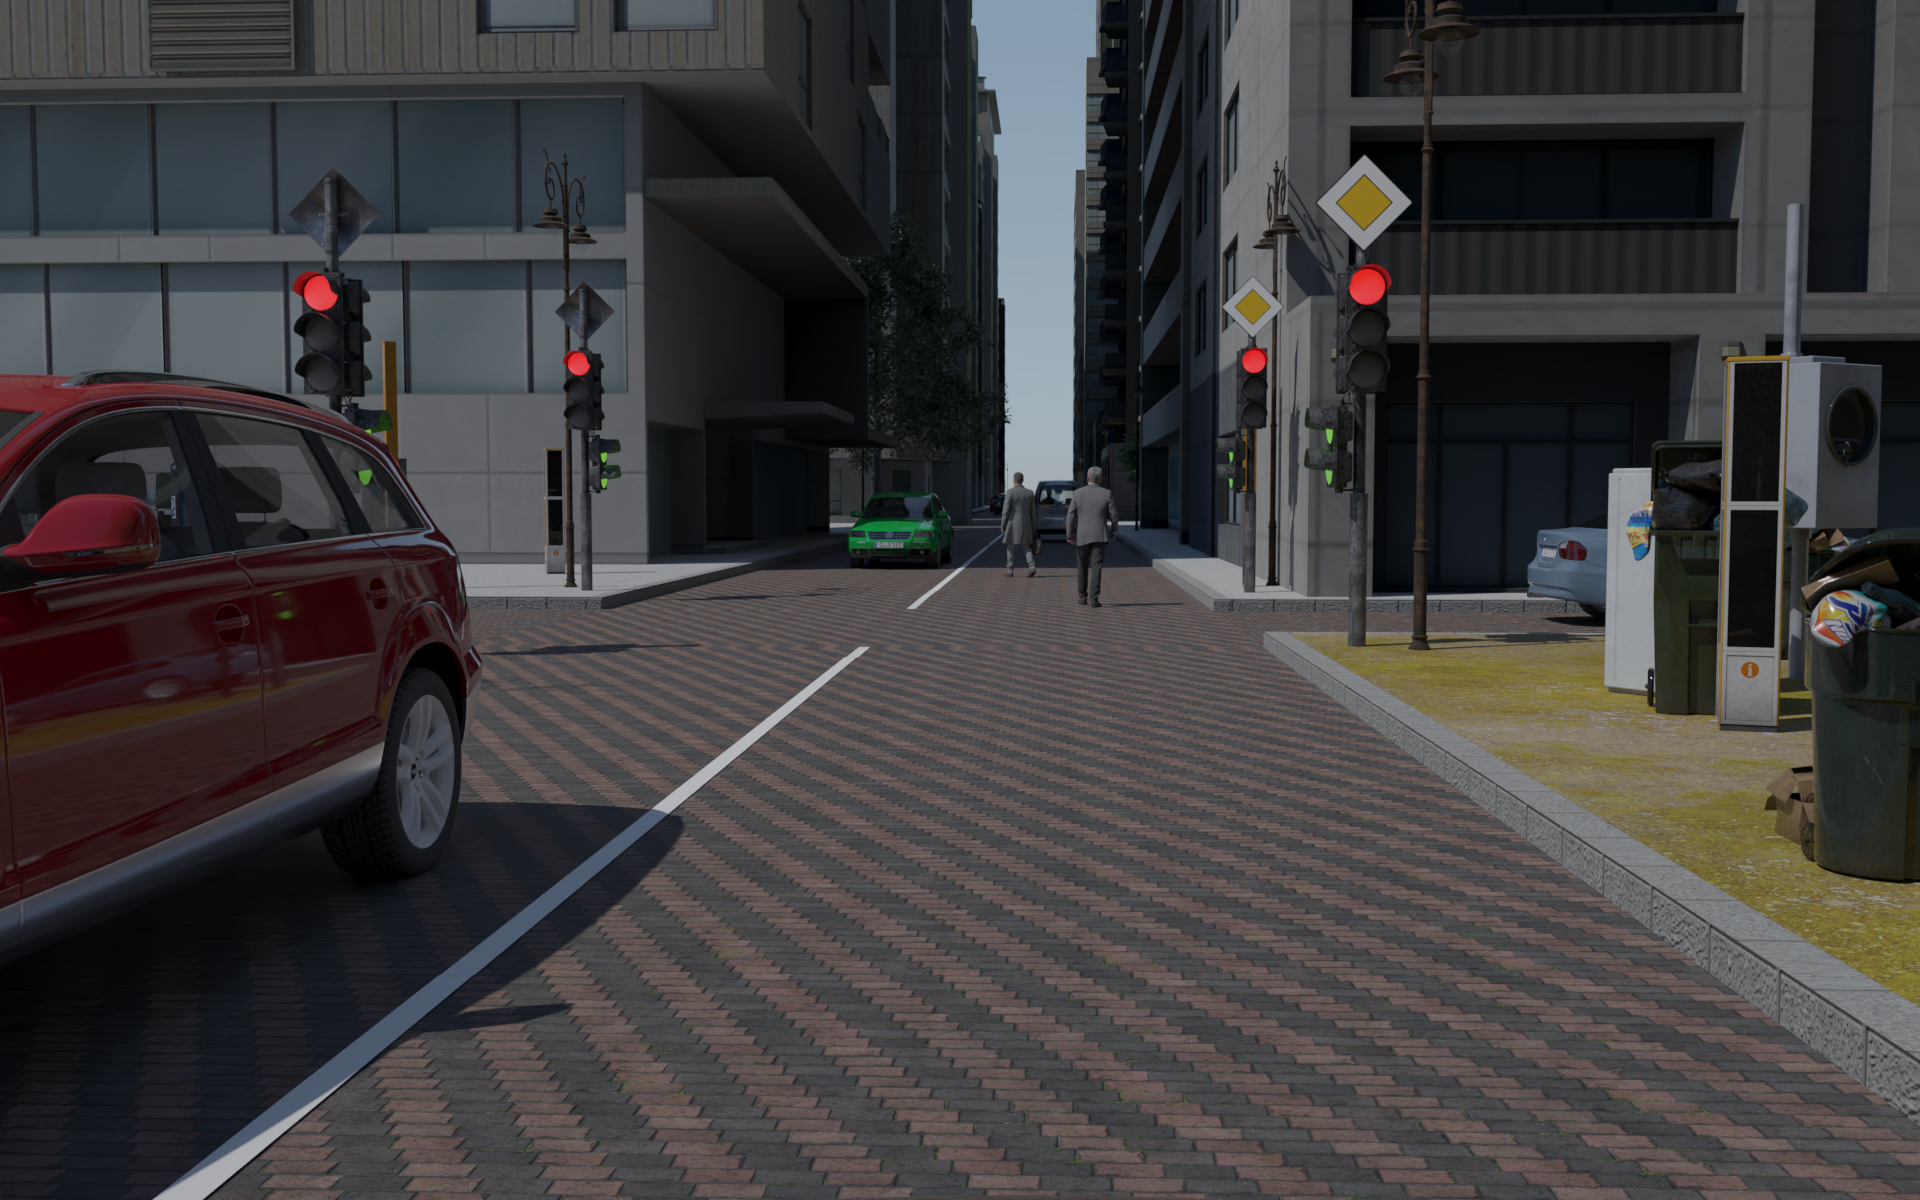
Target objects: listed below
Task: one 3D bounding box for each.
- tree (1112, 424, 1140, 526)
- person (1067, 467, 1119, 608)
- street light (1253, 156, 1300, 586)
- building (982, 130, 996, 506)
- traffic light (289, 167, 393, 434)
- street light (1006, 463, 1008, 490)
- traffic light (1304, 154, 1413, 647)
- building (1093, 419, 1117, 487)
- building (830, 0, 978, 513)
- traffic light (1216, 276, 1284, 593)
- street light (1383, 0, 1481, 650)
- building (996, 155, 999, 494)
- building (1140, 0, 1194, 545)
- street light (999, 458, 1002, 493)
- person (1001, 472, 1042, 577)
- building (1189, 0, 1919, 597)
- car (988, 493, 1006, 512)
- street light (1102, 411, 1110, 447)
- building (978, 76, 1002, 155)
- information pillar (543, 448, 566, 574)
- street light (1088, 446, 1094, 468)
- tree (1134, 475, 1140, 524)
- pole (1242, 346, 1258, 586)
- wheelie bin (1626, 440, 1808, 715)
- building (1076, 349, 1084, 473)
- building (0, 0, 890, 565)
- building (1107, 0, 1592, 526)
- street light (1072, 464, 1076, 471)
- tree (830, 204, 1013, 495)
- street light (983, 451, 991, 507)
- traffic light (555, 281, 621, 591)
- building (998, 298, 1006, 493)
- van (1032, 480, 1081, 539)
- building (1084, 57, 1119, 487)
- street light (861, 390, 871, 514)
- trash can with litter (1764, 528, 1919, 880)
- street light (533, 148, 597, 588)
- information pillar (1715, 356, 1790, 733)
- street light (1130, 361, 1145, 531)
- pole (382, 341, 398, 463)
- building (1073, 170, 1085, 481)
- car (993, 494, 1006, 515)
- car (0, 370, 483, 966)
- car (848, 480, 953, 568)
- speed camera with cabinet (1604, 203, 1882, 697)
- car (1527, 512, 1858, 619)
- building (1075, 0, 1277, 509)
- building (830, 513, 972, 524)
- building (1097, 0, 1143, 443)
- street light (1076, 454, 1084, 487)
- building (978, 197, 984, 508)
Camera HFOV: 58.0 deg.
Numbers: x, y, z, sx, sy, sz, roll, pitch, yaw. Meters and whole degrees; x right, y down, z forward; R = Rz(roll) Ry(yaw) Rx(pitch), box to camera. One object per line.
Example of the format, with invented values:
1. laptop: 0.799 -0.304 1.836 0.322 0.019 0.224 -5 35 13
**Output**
1. tree: 7.721 -5.216 69.003 4.285 4.588 4.351 0 3 0
2. person: 1.694 -0.813 22.190 0.661 1.777 0.834 0 4 2
3. street light: 4.382 -3.142 24.152 0.468 5.910 1.993 0 4 3
4. building: -3.662 -30.922 189.174 14.154 41.232 14.086 0 4 3
5. traffic light: -5.370 -1.592 14.945 0.839 4.253 0.868 0 4 3
6. street light: 7.009 -17.330 256.126 0.468 5.910 1.993 0 4 3
7. traffic light: 3.330 -1.564 14.497 0.839 4.253 0.868 0 4 3
8. building: 22.579 -50.692 141.478 22.319 86.520 31.000 0 4 3
9. building: -5.754 -28.348 147.087 14.154 41.232 14.086 0 4 3
10. traffic light: 3.756 -2.052 22.471 0.839 4.253 0.868 0 4 3
11. street light: 3.790 -2.527 14.108 0.468 5.910 1.993 0 4 3
12. building: -2.735 -31.788 203.321 14.154 41.232 14.086 0 4 3
13. building: 16.786 -26.206 52.176 21.300 48.544 21.600 0 4 3
14. street light: 5.142 -15.096 219.610 0.468 5.910 1.993 0 4 3
15. person: 1.022 -1.299 29.847 0.694 1.812 0.767 -2 4 -26
16. building: 15.156 -36.133 29.023 20.611 71.187 20.563 0 4 3
17. car: 3.304 -7.889 138.027 2.155 1.783 4.494 0 4 4
18. street light: 8.387 -7.745 99.418 0.468 5.910 1.993 0 4 3
19. building: -9.333 -38.830 224.101 28.713 52.752 27.495 0 4 3
20. information pillar: -6.513 -1.427 27.820 0.304 2.012 0.304 -1 4 -19
21. street light: 10.260 -9.970 135.789 0.468 5.910 1.993 0 4 3
22. tree: 8.167 -4.816 73.348 1.663 3.219 1.824 0 3 0
23. pole: 4.009 -1.841 23.942 0.158 3.312 0.155 0 3 0
24. wheelie bin: 4.420 -0.137 10.153 0.980 1.594 0.693 1 4 22
25. building: 28.791 -22.958 220.394 27.650 21.520 28.899 0 4 3
26. building: -16.098 -27.734 42.685 28.713 52.752 27.495 0 4 3
27. building: 17.655 -39.577 85.335 20.563 71.187 20.611 0 4 3
28. street light: 14.750 -15.135 220.239 0.468 5.910 1.993 0 4 3
29. tree: -3.180 -9.211 67.607 9.611 12.733 9.660 0 3 0
30. street light: 2.594 -12.238 172.872 0.468 5.910 1.993 0 4 3
31. traffic light: -4.944 -2.079 22.918 0.839 4.253 0.868 0 4 3
32. building: -0.762 -28.994 245.752 14.160 30.474 14.107 0 4 3
33. van: 3.016 -2.808 52.922 2.013 2.044 4.112 0 4 3
34. building: 18.925 -29.480 165.588 14.154 41.232 14.086 0 4 3
35. street light: -3.363 -5.329 59.916 0.468 5.910 1.993 0 4 3
36. trash can with litter: 3.130 0.323 6.108 0.624 1.170 1.055 0 4 5
37. street light: -5.355 -3.111 23.655 0.468 5.910 1.993 0 4 3
38. information pillar: 4.302 -0.301 9.413 0.304 2.012 0.304 1 4 20
39. street light: 6.171 -5.355 60.340 0.468 5.910 1.993 0 4 3
40. pole: -7.620 -1.797 23.216 0.158 3.312 0.155 0 3 0
41. building: 26.823 -37.998 244.972 21.300 48.544 21.600 0 4 3
42. car: 3.403 -6.731 121.856 2.131 1.459 4.920 0 4 4
43. car: -3.105 0.219 5.093 2.281 1.827 5.304 0 4 4
44. car: -1.155 -1.597 34.905 1.959 1.807 4.718 0 4 5
45. speed camera with cabinet: 5.197 -1.045 11.416 2.038 3.252 0.660 -2 4 -29
46. car: 8.670 -0.439 19.182 4.499 1.417 2.014 0 4 3
47. building: 23.422 -46.249 194.420 20.563 71.187 20.611 0 4 3
48. building: -6.749 -24.308 81.031 14.154 41.232 14.086 0 4 3
49. building: 20.225 -28.014 112.648 22.147 44.769 28.867 0 4 3
50. street light: 12.826 -12.922 184.058 0.468 5.910 1.993 0 4 3
51. building: -5.046 -23.879 162.122 14.160 30.474 14.107 0 4 3
